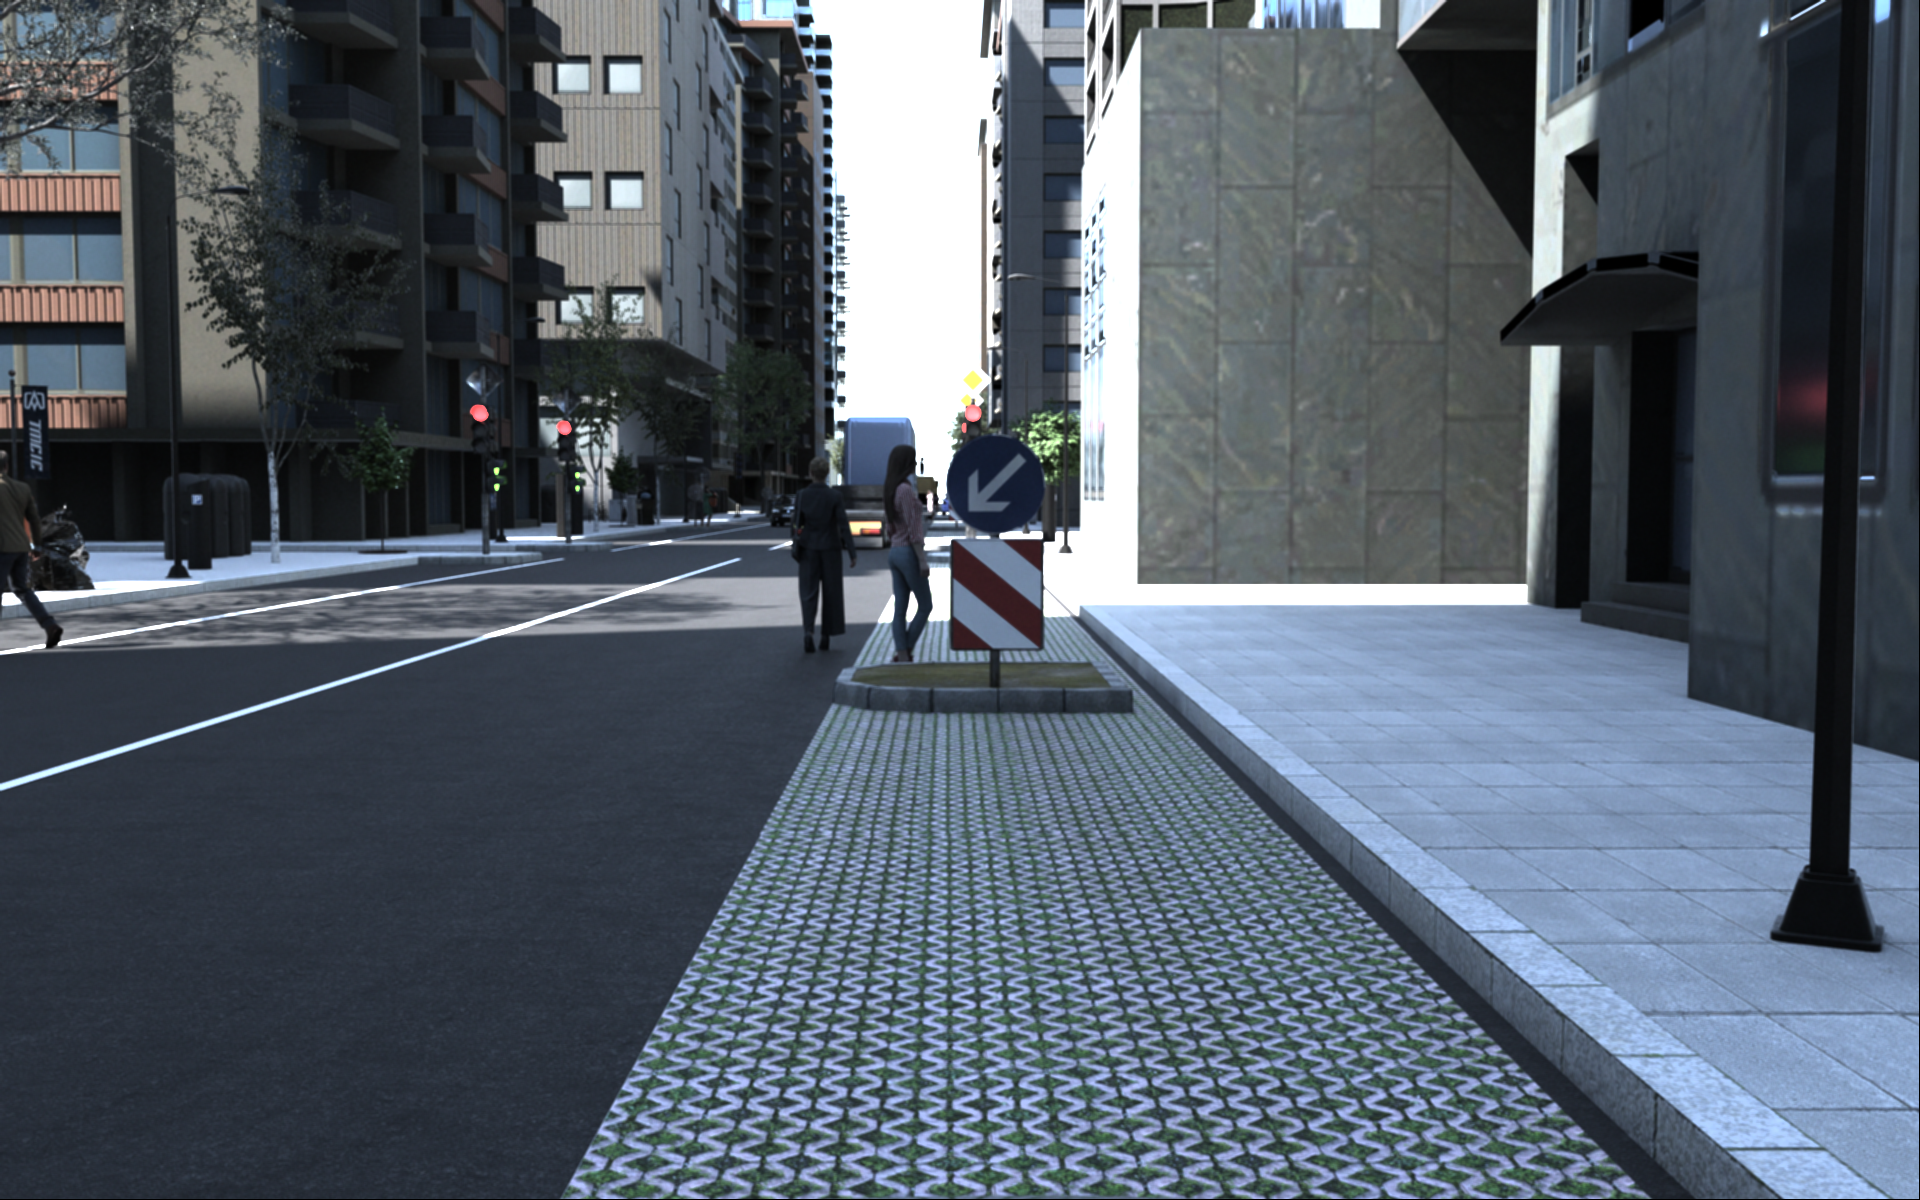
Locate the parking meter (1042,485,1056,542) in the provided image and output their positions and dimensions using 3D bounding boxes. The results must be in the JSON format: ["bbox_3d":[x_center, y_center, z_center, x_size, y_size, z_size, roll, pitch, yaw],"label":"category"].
[{"bbox_3d":[2.377,-2.310,46.173,0.372,1.533,0.369,0,3,0],"label":"parking meter"}]

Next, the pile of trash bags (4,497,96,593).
[{"bbox_3d":[-13.020,-0.863,23.859,1.912,1.369,3.447,-2,4,-28],"label":"pile of trash bags"}]

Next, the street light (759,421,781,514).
[{"bbox_3d":[-12.077,-8.412,110.078,1.470,5.913,1.316,0,4,0],"label":"street light"}]

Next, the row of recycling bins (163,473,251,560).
[{"bbox_3d":[-15.283,-1.726,35.336,1.069,1.692,3.534,0,4,-6],"label":"row of recycling bins"}]

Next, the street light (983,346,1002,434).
[{"bbox_3d":[1.547,-5.012,54.485,1.470,5.913,1.316,0,4,0],"label":"street light"}]

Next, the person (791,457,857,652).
[{"bbox_3d":[-1.254,-0.422,15.822,0.576,1.772,0.534,-1,4,-15],"label":"person"}]

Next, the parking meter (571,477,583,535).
[{"bbox_3d":[-12.060,-2.981,54.453,0.255,1.863,0.399,2,4,32],"label":"parking meter"}]

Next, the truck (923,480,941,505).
[{"bbox_3d":[-4.293,-14.700,236.270,3.469,3.379,9.791,0,4,0],"label":"truck"}]

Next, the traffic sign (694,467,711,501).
[{"bbox_3d":[-12.069,-4.958,81.163,0.768,2.556,0.104,0,4,0],"label":"traffic sign"}]

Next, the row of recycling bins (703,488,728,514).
[{"bbox_3d":[-16.188,-6.582,114.734,1.069,1.692,3.534,1,4,10],"label":"row of recycling bins"}]

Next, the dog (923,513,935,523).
[{"bbox_3d":[-1.552,-4.145,87.062,0.540,0.507,0.406,-2,4,-24],"label":"dog"}]

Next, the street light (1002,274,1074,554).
[{"bbox_3d":[1.716,-3.929,36.780,1.470,5.913,1.316,0,4,0],"label":"street light"}]

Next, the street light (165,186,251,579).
[{"bbox_3d":[-11.397,-3.286,26.272,1.470,5.913,1.316,0,4,0],"label":"street light"}]

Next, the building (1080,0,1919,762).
[{"bbox_3d":[13.683,-43.066,16.807,22.319,86.520,31.000,0,4,0],"label":"building"}]

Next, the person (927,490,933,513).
[{"bbox_3d":[-2.286,-7.507,131.900,0.551,1.740,0.621,1,4,19],"label":"person"}]

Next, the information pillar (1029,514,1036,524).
[{"bbox_3d":[3.089,-4.223,73.534,0.304,2.012,0.304,0,4,5],"label":"information pillar"}]

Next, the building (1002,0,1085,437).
[{"bbox_3d":[13.065,-34.432,104.959,21.231,58.520,28.212,0,4,0],"label":"building"}]

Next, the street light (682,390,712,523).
[{"bbox_3d":[-11.777,-6.429,77.658,1.470,5.913,1.316,0,4,0],"label":"street light"}]

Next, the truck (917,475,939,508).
[{"bbox_3d":[-3.911,-11.168,178.520,3.469,3.379,9.791,0,4,0],"label":"truck"}]

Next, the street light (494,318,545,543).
[{"bbox_3d":[-11.611,-4.476,45.728,1.470,5.913,1.316,0,4,0],"label":"street light"}]

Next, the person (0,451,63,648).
[{"bbox_3d":[-8.735,-0.462,15.965,0.836,1.842,0.656,-1,4,-14],"label":"person"}]

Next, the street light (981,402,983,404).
[{"bbox_3d":[1.384,-7.009,87.131,1.470,5.913,1.316,0,4,0],"label":"street light"}]

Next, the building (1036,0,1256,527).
[{"bbox_3d":[13.884,-38.613,69.574,20.563,71.187,20.611,0,4,0],"label":"building"}]

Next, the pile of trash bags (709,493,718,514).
[{"bbox_3d":[-17.199,-6.215,111.363,3.447,1.369,1.912,1,4,13],"label":"pile of trash bags"}]

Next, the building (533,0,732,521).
[{"bbox_3d":[-27.662,-30.891,94.306,28.713,52.752,27.495,0,4,0],"label":"building"}]

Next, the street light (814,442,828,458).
[{"bbox_3d":[-12.371,-11.083,153.742,1.470,5.913,1.316,0,4,0],"label":"street light"}]

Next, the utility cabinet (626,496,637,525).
[{"bbox_3d":[-13.592,-3.782,73.004,0.306,1.237,1.020,2,4,33],"label":"utility cabinet"}]

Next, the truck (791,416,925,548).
[{"bbox_3d":[-2.947,-3.929,53.998,2.967,4.110,18.799,0,4,1],"label":"truck"}]

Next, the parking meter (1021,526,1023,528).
[{"bbox_3d":[2.200,-3.696,66.147,0.255,1.863,0.399,3,5,44],"label":"parking meter"}]

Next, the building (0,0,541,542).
[{"bbox_3d":[-26.048,-24.699,58.447,22.147,44.769,28.867,0,4,0],"label":"building"}]

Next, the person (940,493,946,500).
[{"bbox_3d":[-1.017,-8.125,141.299,1.348,1.831,0.705,1,4,20],"label":"person"}]

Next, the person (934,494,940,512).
[{"bbox_3d":[-1.827,-7.774,138.837,0.421,1.427,0.697,-1,4,-12],"label":"person"}]

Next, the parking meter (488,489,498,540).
[{"bbox_3d":[-13.188,-2.460,48.631,0.372,1.533,0.369,0,3,0],"label":"parking meter"}]

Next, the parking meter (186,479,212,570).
[{"bbox_3d":[-12.976,-1.291,29.523,0.372,1.533,0.369,0,3,0],"label":"parking meter"}]

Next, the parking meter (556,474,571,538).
[{"bbox_3d":[-11.628,-2.746,50.604,0.255,1.863,0.399,0,4,-1],"label":"parking meter"}]

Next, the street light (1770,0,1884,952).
[{"bbox_3d":[1.977,-1.976,4.850,1.470,5.913,1.316,0,4,0],"label":"street light"}]

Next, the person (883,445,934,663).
[{"bbox_3d":[-0.404,-0.322,13.773,0.388,1.821,0.555,-3,4,-36],"label":"person"}]

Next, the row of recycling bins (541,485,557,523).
[{"bbox_3d":[-18.163,-4.354,78.297,1.069,1.692,3.534,1,4,9],"label":"row of recycling bins"}]

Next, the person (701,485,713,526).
[{"bbox_3d":[-10.519,-3.854,71.761,0.529,1.795,0.600,-1,4,-16],"label":"person"}]
